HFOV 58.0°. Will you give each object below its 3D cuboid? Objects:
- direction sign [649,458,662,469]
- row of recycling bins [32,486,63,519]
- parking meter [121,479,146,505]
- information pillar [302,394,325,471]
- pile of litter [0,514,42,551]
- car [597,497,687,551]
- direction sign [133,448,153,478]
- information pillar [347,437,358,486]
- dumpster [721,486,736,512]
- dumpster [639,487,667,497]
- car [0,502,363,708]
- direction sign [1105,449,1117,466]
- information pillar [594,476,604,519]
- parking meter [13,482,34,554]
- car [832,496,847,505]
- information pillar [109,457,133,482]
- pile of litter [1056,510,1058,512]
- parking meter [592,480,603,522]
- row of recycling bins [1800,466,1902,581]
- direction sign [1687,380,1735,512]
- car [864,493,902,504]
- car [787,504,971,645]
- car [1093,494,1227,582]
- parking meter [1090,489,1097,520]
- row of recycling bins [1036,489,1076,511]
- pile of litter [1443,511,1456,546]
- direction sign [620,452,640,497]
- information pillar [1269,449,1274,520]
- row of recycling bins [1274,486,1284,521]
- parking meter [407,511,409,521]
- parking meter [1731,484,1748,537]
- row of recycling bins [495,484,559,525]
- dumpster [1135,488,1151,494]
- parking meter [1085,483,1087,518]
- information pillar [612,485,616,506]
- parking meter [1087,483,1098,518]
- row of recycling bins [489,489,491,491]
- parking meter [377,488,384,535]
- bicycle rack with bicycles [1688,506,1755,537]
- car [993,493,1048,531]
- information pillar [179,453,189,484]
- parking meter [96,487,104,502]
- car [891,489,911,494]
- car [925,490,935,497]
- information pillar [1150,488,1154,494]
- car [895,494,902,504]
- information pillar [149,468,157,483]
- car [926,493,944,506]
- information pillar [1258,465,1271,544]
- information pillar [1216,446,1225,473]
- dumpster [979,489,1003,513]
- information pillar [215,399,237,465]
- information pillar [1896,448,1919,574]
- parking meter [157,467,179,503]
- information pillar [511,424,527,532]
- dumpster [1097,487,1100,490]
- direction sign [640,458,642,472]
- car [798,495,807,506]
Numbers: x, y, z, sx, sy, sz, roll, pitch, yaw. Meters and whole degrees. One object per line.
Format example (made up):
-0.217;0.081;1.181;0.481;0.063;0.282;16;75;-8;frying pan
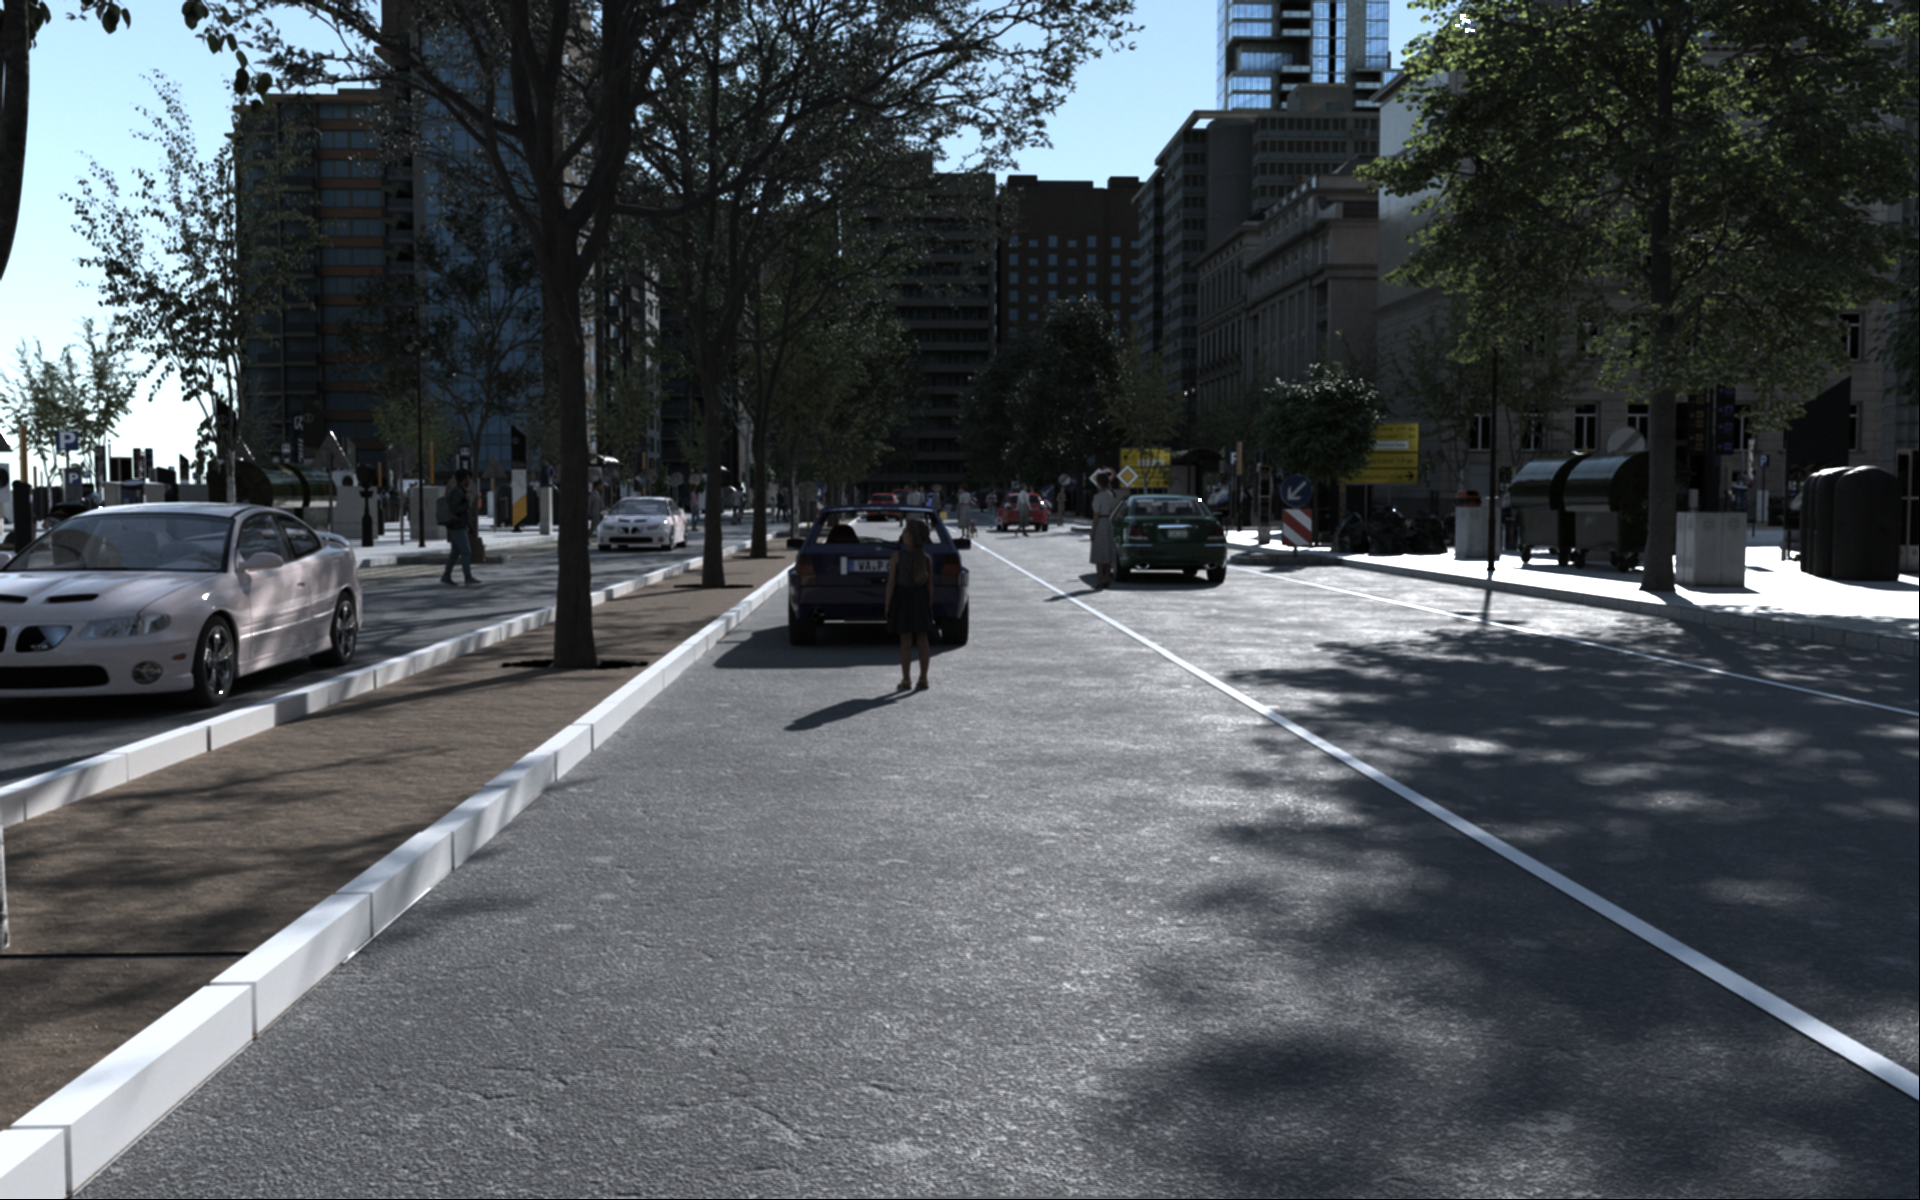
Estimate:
-19.251;-7.192;109.588;0.876;3.537;0.379;1;4;11;direction sign
-46.254;-4.979;88.527;3.534;1.692;1.069;2;4;35;row of recycling bins
-13.673;-1.239;28.677;0.372;1.533;0.369;0;3;0;parking meter
-15.148;-3.012;40.601;0.504;3.616;0.183;-1;4;-9;information pillar
-21.398;-1.562;39.509;1.719;0.858;1.176;1;4;19;pile of litter
-8.237;-2.009;45.208;2.083;1.381;4.827;0;4;-2;car
-40.407;-5.734;85.744;0.876;3.537;0.379;-2;4;-27;direction sign
-24.990;-4.886;71.236;0.504;3.616;0.183;2;4;24;information pillar
-16.960;-7.377;126.368;1.264;1.857;1.865;0;4;-2;dumpster
-18.927;-6.367;106.595;1.502;2.255;1.985;0;4;-2;dumpster
-5.978;-0.044;13.080;2.083;1.381;4.827;0;4;-3;car
7.591;-5.799;86.803;0.876;3.537;0.379;-2;4;-34;direction sign
-14.828;-4.077;71.152;0.304;2.012;0.304;-3;5;-45;information pillar
-20.232;-1.774;37.414;0.372;1.533;0.369;0;3;0;parking meter
-14.010;-11.658;202.966;2.083;1.381;4.827;0;4;-4;car
-16.683;-1.835;34.487;0.304;2.012;0.304;2;4;28;information pillar
6.440;-6.860;126.129;1.176;0.858;1.719;-2;4;-28;pile of litter
-14.730;-3.959;70.434;0.399;1.863;0.255;1;4;10;parking meter
13.844;-1.221;27.081;1.069;1.692;3.534;1;4;17;row of recycling bins
15.040;-2.615;34.751;0.876;3.537;0.379;2;4;34;direction sign
-4.056;-5.090;92.265;2.155;1.783;4.494;0;4;-1;car
-0.835;-0.321;17.834;1.945;1.354;3.894;0;4;-3;car
3.397;-1.095;29.701;2.131;1.459;4.920;0;4;-1;car
6.598;-4.723;85.633;0.372;1.533;0.369;0;3;0;parking meter
7.490;-7.640;132.029;3.534;1.692;1.069;-1;4;-21;row of recycling bins
12.087;-1.775;42.992;1.176;0.858;1.719;-1;4;-21;pile of litter
-17.927;-6.208;93.490;0.876;3.537;0.379;-3;4;-38;direction sign
15.157;-5.687;84.338;0.183;3.616;0.504;2;4;27;information pillar
16.027;-4.733;84.498;1.069;1.692;3.534;0;4;-2;row of recycling bins
-26.268;-4.714;82.787;0.255;1.863;0.399;-2;4;-26;parking meter
19.877;-2.188;44.181;0.372;1.533;0.369;0;3;0;parking meter
-17.486;-3.970;72.027;3.534;1.692;1.069;-1;4;-23;row of recycling bins
9.191;-5.370;90.286;1.502;2.255;1.985;0;4;-2;dumpster
6.822;-5.300;92.366;0.255;1.863;0.399;-1;4;-13;parking meter
-26.721;-7.894;133.551;0.304;2.012;0.304;-2;4;-30;information pillar
6.822;-5.052;88.310;0.399;1.863;0.255;0;4;7;parking meter
-35.324;-7.581;131.068;3.534;1.692;1.069;3;5;44;row of recycling bins
-18.123;-2.782;53.904;0.372;1.533;0.369;0;3;0;parking meter
22.217;-2.322;51.352;2.852;0.926;2.925;3;4;37;bicycle rack with bicycles
2.406;-3.597;67.859;2.155;1.783;4.494;0;4;-3;car
-44.167;-6.561;98.632;0.504;3.616;0.183;-1;4;-20;information pillar
-45.552;-5.259;91.702;0.255;1.863;0.399;-1;4;-17;parking meter
-4.501;-7.650;133.758;2.281;1.827;5.304;0;4;0;car
-2.677;-9.830;169.386;2.281;1.827;5.304;0;4;-1;car
12.679;-6.763;115.068;0.304;2.012;0.304;3;4;36;information pillar
-4.029;-5.686;104.758;2.131;1.459;4.920;0;4;-4;car
-22.798;-2.736;49.221;0.304;2.012;0.304;2;4;27;information pillar
-2.294;-8.812;153.660;1.945;1.707;3.694;0;4;-3;car
7.834;-2.452;44.588;0.304;2.012;0.304;0;4;4;information pillar
12.727;-5.702;84.574;0.504;3.616;0.183;-2;4;-31;information pillar
2.410;-7.752;134.955;1.865;1.857;1.264;0;4;-4;dumpster
-17.500;-3.057;41.335;0.504;3.616;0.183;-3;5;-43;information pillar
15.347;-1.438;28.002;0.304;2.012;0.304;-1;4;-15;information pillar
-16.883;-1.910;36.947;0.399;1.863;0.255;-1;4;-19;parking meter
-14.761;-4.071;57.921;0.504;3.616;0.183;-1;4;-15;information pillar
8.963;-6.616;113.935;1.264;1.857;1.865;0;4;-2;dumpster
-20.447;-7.221;110.063;0.876;3.537;0.379;1;4;12;direction sign
-16.413;-10.144;178.434;1.945;1.354;3.894;0;4;-3;car
